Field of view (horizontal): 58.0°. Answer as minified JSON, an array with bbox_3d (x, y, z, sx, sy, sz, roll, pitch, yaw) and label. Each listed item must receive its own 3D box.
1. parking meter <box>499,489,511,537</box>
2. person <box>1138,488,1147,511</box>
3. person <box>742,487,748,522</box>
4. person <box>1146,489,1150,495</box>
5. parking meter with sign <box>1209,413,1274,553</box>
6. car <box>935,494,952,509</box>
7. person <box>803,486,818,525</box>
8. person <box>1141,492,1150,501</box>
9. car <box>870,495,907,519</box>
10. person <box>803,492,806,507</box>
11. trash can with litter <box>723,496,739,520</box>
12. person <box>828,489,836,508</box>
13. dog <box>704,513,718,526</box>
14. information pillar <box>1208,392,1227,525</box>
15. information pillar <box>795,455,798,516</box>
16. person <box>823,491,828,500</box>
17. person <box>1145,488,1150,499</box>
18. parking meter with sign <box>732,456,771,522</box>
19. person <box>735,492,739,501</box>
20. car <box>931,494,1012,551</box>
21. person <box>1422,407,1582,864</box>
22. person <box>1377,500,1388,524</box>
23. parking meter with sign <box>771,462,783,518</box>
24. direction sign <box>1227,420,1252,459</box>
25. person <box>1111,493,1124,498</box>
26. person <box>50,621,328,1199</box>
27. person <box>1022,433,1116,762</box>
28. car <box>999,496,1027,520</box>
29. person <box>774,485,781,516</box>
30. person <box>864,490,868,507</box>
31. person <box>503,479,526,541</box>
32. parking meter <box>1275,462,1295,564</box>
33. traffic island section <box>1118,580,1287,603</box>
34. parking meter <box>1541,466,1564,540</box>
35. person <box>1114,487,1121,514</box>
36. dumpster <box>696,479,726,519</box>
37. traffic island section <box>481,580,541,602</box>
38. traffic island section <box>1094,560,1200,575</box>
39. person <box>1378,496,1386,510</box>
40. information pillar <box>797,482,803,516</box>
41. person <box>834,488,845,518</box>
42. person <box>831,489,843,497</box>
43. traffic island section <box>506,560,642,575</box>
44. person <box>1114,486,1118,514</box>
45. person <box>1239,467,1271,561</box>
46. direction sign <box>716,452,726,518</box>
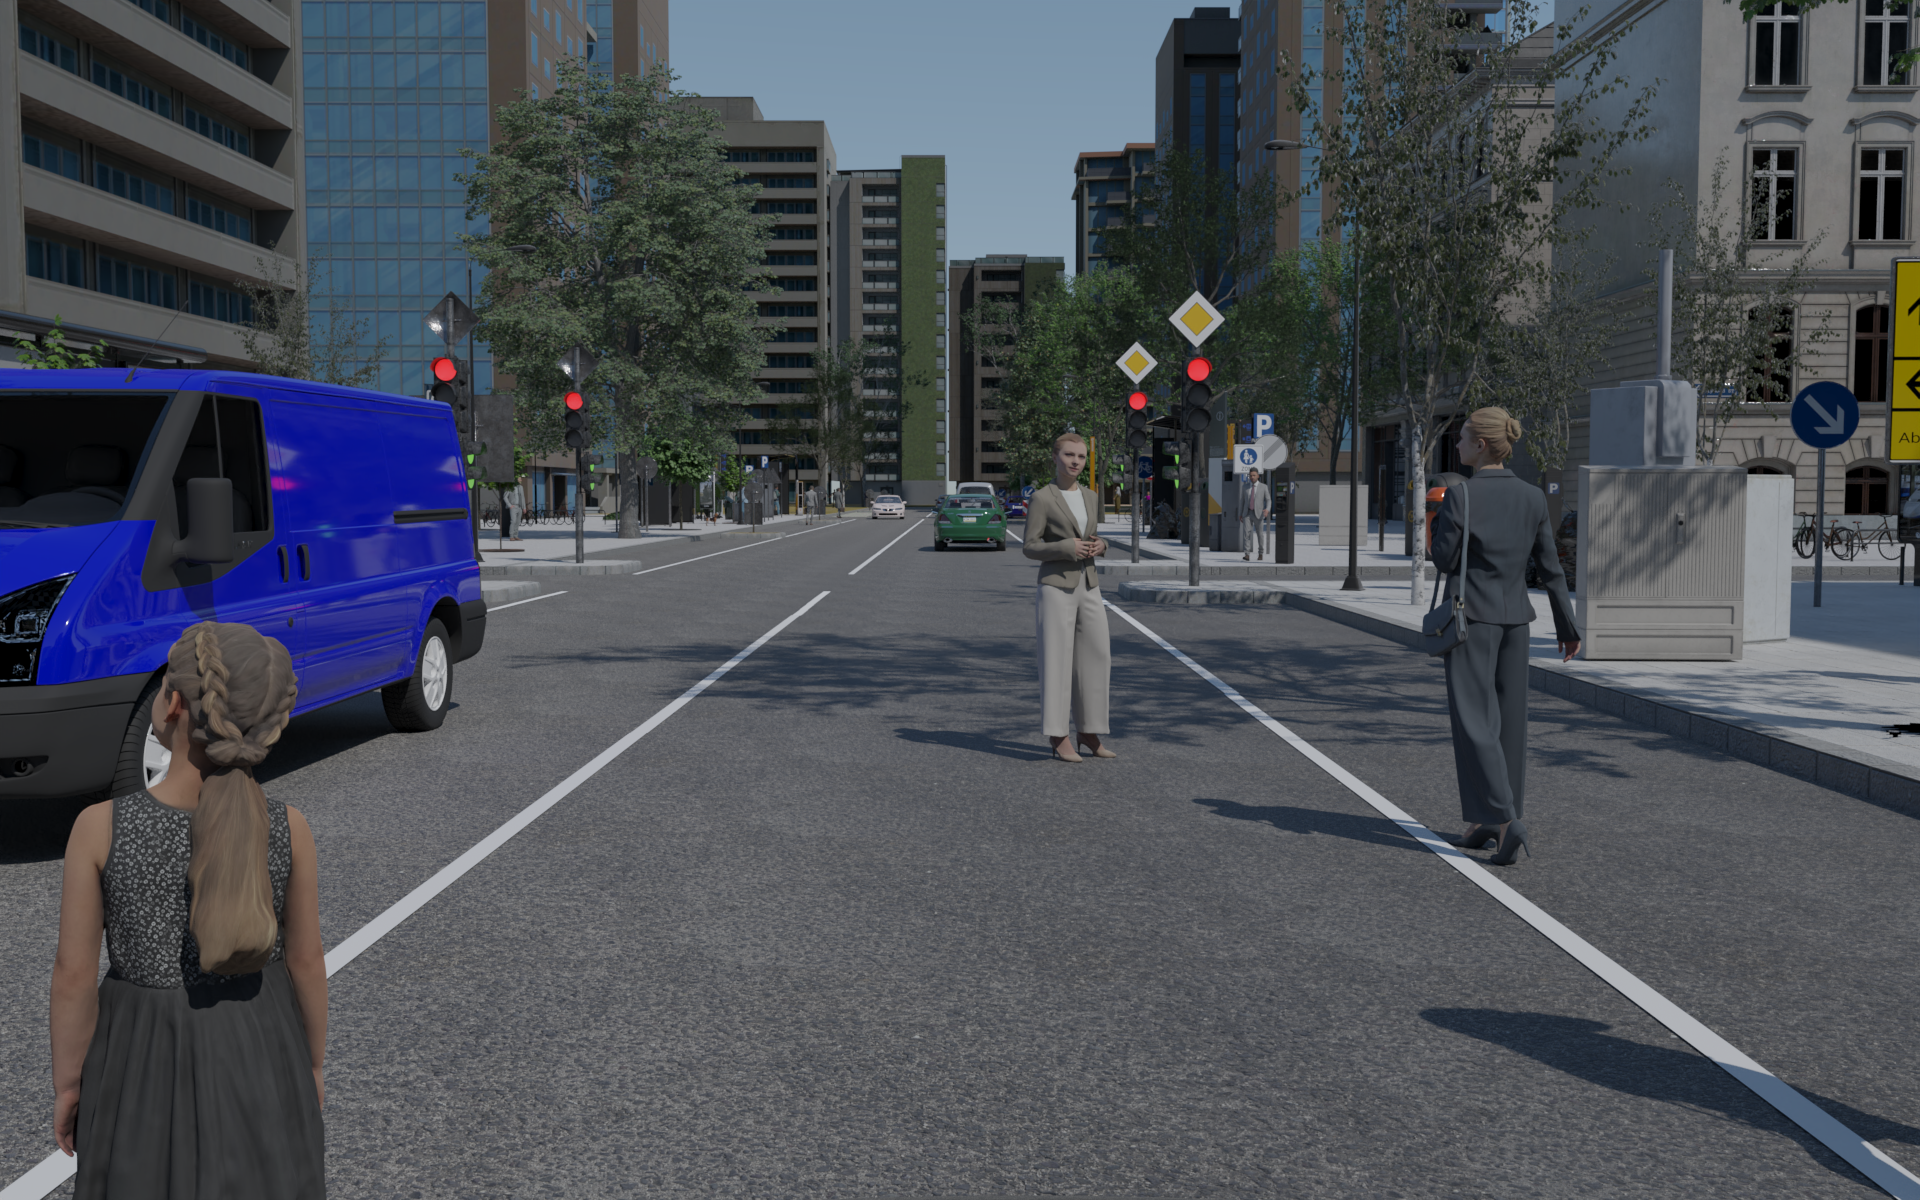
[{"bbox_3d":[-13.551,-2.645,51.663,0.372,1.533,0.369,0,3,0],"label":"parking meter"},{"bbox_3d":[13.319,-7.465,128.918,1.217,1.723,0.721,2,4,24],"label":"person"},{"bbox_3d":[-9.764,-4.411,78.421,0.793,1.790,0.793,-3,5,-42],"label":"person"},{"bbox_3d":[17.406,-9.315,159.020,0.721,1.739,1.217,3,5,42],"label":"person"},{"bbox_3d":[6.144,-2.567,38.232,0.543,3.016,1.738,-2,4,-28],"label":"parking meter with sign"},{"bbox_3d":[-0.892,-7.131,128.599,2.014,1.417,4.499,0,4,1],"label":"car"},{"bbox_3d":[-6.898,-4.367,80.015,0.709,1.813,0.853,0,4,5],"label":"person"},{"bbox_3d":[11.942,-6.157,109.939,0.991,1.433,0.599,1,4,15],"label":"person"},{"bbox_3d":[-4.115,-5.341,99.683,2.083,1.381,4.827,0,4,-2],"label":"car"},{"bbox_3d":[-15.457,-9.997,170.016,1.217,1.766,0.721,-1,4,-9],"label":"person"},{"bbox_3d":[-11.216,-4.559,85.927,1.055,1.170,0.624,2,4,28],"label":"trash can with litter"},{"bbox_3d":[-11.632,-9.378,160.194,1.217,1.723,0.721,-1,4,-19],"label":"person"},{"bbox_3d":[-10.032,-3.240,69.812,0.406,0.507,0.540,1,4,20],"label":"dog"},{"bbox_3d":[5.941,-2.966,39.854,0.183,3.616,0.504,-3,5,-40],"label":"information pillar"},{"bbox_3d":[-9.751,-6.857,103.463,0.183,3.616,0.504,-1,4,-16],"label":"information pillar"},{"bbox_3d":[-13.922,-10.455,177.705,0.721,1.743,1.217,3,5,40],"label":"person"},{"bbox_3d":[15.553,-8.389,143.289,0.705,1.814,1.350,0,4,-7],"label":"person"},{"bbox_3d":[-9.677,-5.092,79.521,1.738,3.016,0.543,2,4,28],"label":"parking meter with sign"},{"bbox_3d":[-17.054,-7.787,133.446,0.705,1.814,1.350,-3,4,-38],"label":"person"},{"bbox_3d":[0.294,-2.026,44.917,2.131,1.459,4.920,0,4,1],"label":"car"},{"bbox_3d":[2.141,0.127,6.848,0.576,1.772,0.534,-3,5,-39],"label":"person"},{"bbox_3d":[17.738,-3.819,72.754,0.475,1.303,0.640,-3,5,-39],"label":"person"},{"bbox_3d":[-10.483,-5.964,93.776,1.738,3.016,0.543,-1,4,-17],"label":"parking meter with sign"},{"bbox_3d":[8.488,-3.724,52.890,0.876,3.537,0.379,-1,4,-15],"label":"direction sign"},{"bbox_3d":[14.859,-9.556,163.003,1.217,1.743,0.721,0,4,6],"label":"person"},{"bbox_3d":[-1.088,0.655,2.463,0.362,1.253,0.373,-2,4,-25],"label":"person"},{"bbox_3d":[0.604,-0.015,9.287,0.519,1.759,0.362,-2,4,-33],"label":"person"},{"bbox_3d":[2.995,-4.692,89.298,1.945,1.354,3.894,0,4,-1],"label":"car"},{"bbox_3d":[-10.528,-5.681,98.906,0.713,1.824,0.794,-1,4,-22],"label":"person"},{"bbox_3d":[-9.288,-10.088,171.893,0.530,1.710,0.541,3,5,42],"label":"person"},{"bbox_3d":[-12.156,-2.521,47.369,0.391,1.810,0.635,2,4,25],"label":"person"},{"bbox_3d":[5.973,-1.597,31.819,0.255,1.863,0.399,2,4,31],"label":"parking meter"},{"bbox_3d":[3.285,-0.114,24.144,2.009,0.180,2.903,0,3,0],"label":"traffic island section"},{"bbox_3d":[12.071,-1.810,35.312,0.399,1.863,0.255,0,4,3],"label":"parking meter"},{"bbox_3d":[9.921,-6.298,109.744,0.721,1.736,1.217,1,4,19],"label":"person"},{"bbox_3d":[-12.896,-5.280,88.823,1.502,2.255,1.985,0,3,0],"label":"dumpster"},{"bbox_3d":[-7.056,-0.113,24.132,2.009,0.180,2.903,0,3,0],"label":"traffic island section"},{"bbox_3d":[3.272,-0.602,32.129,2.009,0.180,2.903,0,3,0],"label":"traffic island section"},{"bbox_3d":[18.296,-3.934,75.051,0.352,1.250,0.332,1,4,9],"label":"person"},{"bbox_3d":[-9.466,-5.997,102.549,0.304,2.012,0.304,-1,4,-13],"label":"information pillar"},{"bbox_3d":[-7.159,-5.769,102.918,0.694,1.812,0.767,3,4,38],"label":"person"},{"bbox_3d":[-11.866,-9.833,166.832,1.348,1.822,0.705,-1,4,-18],"label":"person"},{"bbox_3d":[-7.069,-0.602,32.117,2.009,0.180,2.903,0,3,0],"label":"traffic island section"},{"bbox_3d":[10.283,-6.561,113.410,0.705,1.812,1.348,0,4,7],"label":"person"},{"bbox_3d":[5.661,-1.649,33.271,0.678,1.792,0.850,1,4,23],"label":"person"},{"bbox_3d":[-12.911,-6.177,92.989,0.876,3.537,0.379,-3,5,-40],"label":"direction sign"}]
